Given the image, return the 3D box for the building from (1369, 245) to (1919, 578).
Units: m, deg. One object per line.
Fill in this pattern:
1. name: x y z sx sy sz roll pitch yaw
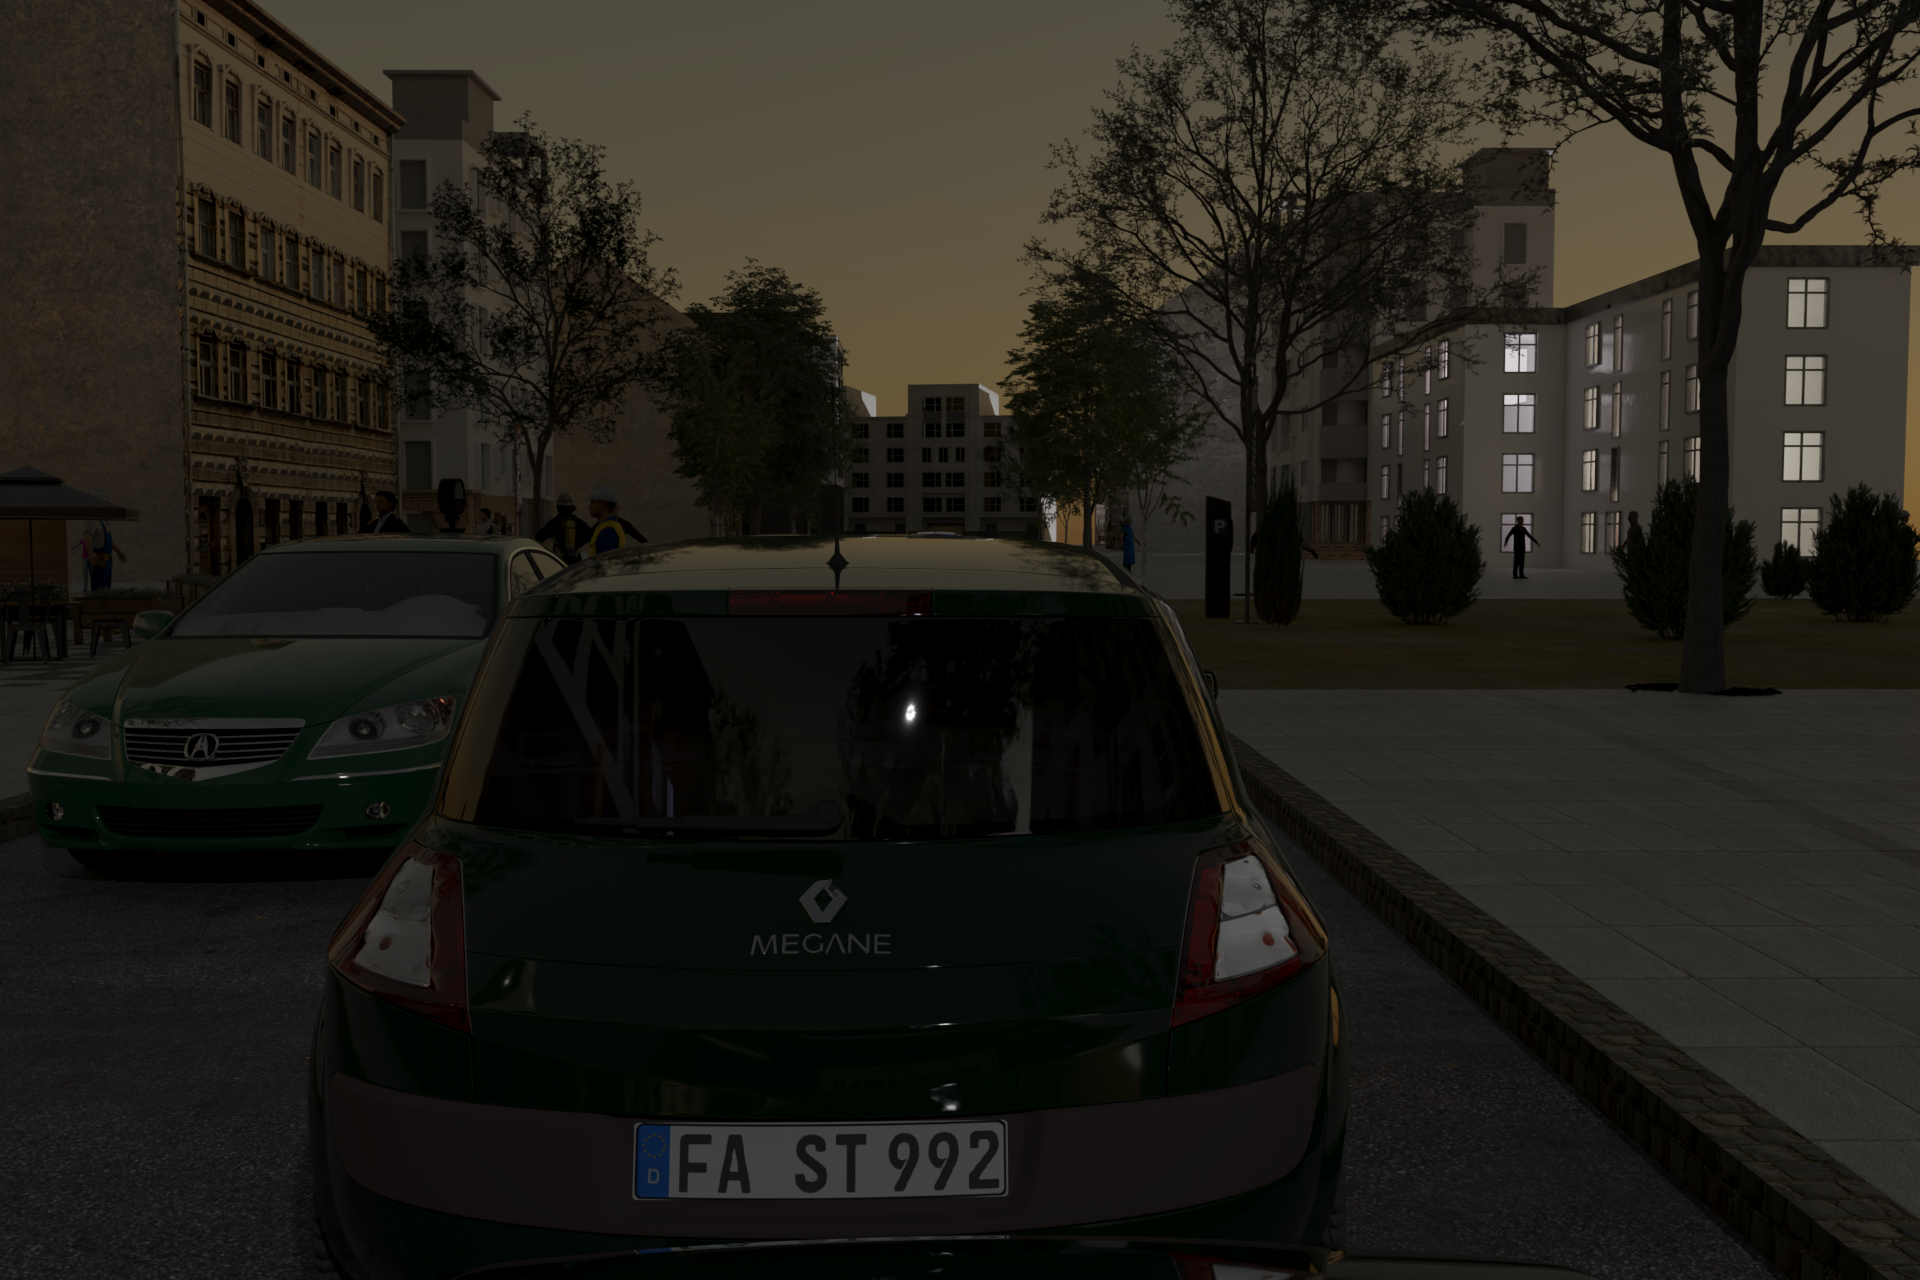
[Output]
1. building: 23.165 -7.482 64.473 9.099 9.664 28.070 0 4 -1

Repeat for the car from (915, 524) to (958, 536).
1. car: -0.631 -2.208 45.687 1.945 1.707 3.694 0 4 0

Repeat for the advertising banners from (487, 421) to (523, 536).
1. advertising banners: -6.879 -1.843 26.327 0.090 3.025 2.074 0 4 0

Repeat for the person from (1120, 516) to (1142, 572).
1. person: 4.946 -2.726 50.693 0.704 1.817 1.347 2 4 29

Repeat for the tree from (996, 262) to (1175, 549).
1. tree: 5.299 -9.431 72.327 7.486 12.596 7.792 0 3 0

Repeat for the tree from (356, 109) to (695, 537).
1. tree: -9.796 -6.401 39.070 8.767 10.594 7.601 1 4 10

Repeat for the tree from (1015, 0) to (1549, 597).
1. tree: 6.137 -7.634 35.194 12.009 13.543 11.850 0 3 0

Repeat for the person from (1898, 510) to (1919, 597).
1. person: 19.347 -1.770 35.400 0.721 1.772 1.216 -1 4 -14

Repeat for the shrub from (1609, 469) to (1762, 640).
1. shrub: 8.860 -1.047 21.159 1.661 2.075 1.752 0 3 0

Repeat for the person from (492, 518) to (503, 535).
1. person: -13.204 -2.611 49.488 1.217 1.733 0.721 1 4 15

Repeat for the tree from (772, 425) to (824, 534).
1. tree: -9.611 -9.195 100.699 4.360 8.622 3.978 0 3 0

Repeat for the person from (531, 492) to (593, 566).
1. person: -5.474 -1.117 24.034 1.354 1.856 0.705 -2 4 -28

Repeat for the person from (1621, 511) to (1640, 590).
1. person: 15.415 -2.056 39.746 0.705 1.813 1.348 1 4 10

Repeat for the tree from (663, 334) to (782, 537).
1. tree: -8.851 -6.997 64.758 4.737 8.622 4.395 0 3 0

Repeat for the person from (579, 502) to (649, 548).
1. person: -5.214 -1.221 26.096 1.346 1.812 0.704 -1 4 -17

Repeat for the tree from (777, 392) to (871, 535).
1. tree: -9.592 -11.720 117.376 9.928 11.665 9.643 0 3 0

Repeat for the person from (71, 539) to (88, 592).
1. person: -19.090 -1.751 37.900 0.991 1.433 0.599 0 4 -5

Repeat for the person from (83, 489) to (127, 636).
1. person: -10.850 -0.983 21.921 0.705 1.847 1.347 -1 4 -11

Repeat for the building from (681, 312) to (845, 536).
1. building: -26.537 -20.310 176.041 27.936 21.610 32.646 0 4 -1

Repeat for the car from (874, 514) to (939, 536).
1. car: -0.643 -0.496 17.889 2.009 1.686 4.222 0 4 -1

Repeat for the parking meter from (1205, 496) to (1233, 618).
1. parking meter: 3.950 -1.265 26.398 0.399 1.863 0.255 0 4 0

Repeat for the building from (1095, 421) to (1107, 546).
1. building: 24.515 -21.715 185.963 19.493 23.208 18.063 0 3 0

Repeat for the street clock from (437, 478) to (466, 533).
1. street clock: -6.597 -1.098 22.529 0.358 2.002 0.471 0 4 1

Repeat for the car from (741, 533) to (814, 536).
1. car: -2.341 -0.652 22.465 2.131 1.459 4.920 0 4 -1

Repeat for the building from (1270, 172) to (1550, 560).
1. building: 22.788 -14.718 97.061 16.016 20.090 11.380 0 3 0

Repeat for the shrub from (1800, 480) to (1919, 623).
1. shrub: 13.193 -1.302 25.323 1.661 2.075 1.752 0 3 0

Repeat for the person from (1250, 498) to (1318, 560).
1. person: 4.938 -1.288 26.823 0.705 1.858 1.354 -3 5 -41

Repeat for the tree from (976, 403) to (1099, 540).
1. tree: 5.511 -11.195 117.453 8.767 10.594 7.601 -1 4 -10

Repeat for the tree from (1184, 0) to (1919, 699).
1. tree: 6.053 -6.307 13.494 12.009 13.543 11.850 0 3 0

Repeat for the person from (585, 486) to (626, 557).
1. person: -2.995 -0.370 14.484 0.705 1.833 1.349 0 4 -5

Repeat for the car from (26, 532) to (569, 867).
1. car: -2.912 0.173 8.975 2.131 1.459 4.920 0 4 -1

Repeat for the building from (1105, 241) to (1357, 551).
1. building: 21.858 -18.879 139.593 19.493 23.208 18.063 0 4 0

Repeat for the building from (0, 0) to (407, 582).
1. building: -29.847 -13.665 54.357 19.493 23.208 18.063 0 4 -1

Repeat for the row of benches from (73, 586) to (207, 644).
1. row of benches: -8.405 -0.290 20.200 4.104 0.672 1.422 0 4 7

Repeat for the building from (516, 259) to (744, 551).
1. building: -28.456 -19.002 141.607 19.493 23.208 18.063 0 4 0

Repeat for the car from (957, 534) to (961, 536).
1. car: -0.555 -5.571 100.872 2.009 1.686 4.222 0 4 -2

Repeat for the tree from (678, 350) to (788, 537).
1. tree: -9.821 -7.321 70.057 4.360 8.622 3.978 0 3 0

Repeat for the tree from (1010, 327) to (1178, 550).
1. tree: 6.426 -9.653 83.589 9.928 11.665 9.643 0 3 0

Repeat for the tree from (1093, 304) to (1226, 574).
1. tree: 6.025 -6.414 55.237 4.737 8.622 4.395 0 3 0

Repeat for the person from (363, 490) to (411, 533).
1. person: -6.098 -0.703 18.212 1.216 1.740 0.721 2 4 27

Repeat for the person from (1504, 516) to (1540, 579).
1. person: 16.051 -2.654 49.611 1.346 1.802 0.704 -2 4 -27

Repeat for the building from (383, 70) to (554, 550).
1. building: -24.854 -13.189 72.068 16.016 20.090 11.380 0 4 -1

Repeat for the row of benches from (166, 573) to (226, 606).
1. row of benches: -11.355 -0.652 26.130 1.422 0.672 4.104 -2 4 -32

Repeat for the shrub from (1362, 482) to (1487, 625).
1. shrub: 6.623 -1.239 24.674 1.690 2.028 1.600 0 3 0

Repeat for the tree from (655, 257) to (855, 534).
1. tree: -9.635 -10.702 81.625 9.857 13.997 8.962 0 3 0

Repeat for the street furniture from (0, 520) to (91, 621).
1. street furniture: -18.109 -1.199 26.463 9.812 1.723 11.010 -2 4 -26

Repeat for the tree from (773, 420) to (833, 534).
1. tree: -9.496 -9.561 106.692 4.737 8.622 4.395 0 3 0

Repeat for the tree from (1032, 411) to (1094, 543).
1. tree: 6.104 -9.140 99.793 4.737 8.622 4.395 0 3 0

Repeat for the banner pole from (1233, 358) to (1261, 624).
1. banner pole: 4.130 -2.111 24.534 0.401 3.779 0.863 0 4 -1

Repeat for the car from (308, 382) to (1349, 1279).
1. car: -0.247 0.327 4.435 2.009 1.686 4.222 0 4 -1

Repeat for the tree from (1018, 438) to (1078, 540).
1. tree: 5.416 -9.639 107.959 4.737 8.622 4.395 0 3 0

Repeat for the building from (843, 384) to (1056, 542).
1. building: -4.784 -20.948 211.412 31.486 18.905 16.747 1 4 9

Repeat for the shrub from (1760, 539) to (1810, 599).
1. shrub: 16.289 -1.414 34.231 1.383 1.207 1.383 0 3 0

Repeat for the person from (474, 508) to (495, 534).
1. person: -9.590 -1.758 34.932 1.347 1.806 0.705 3 4 36

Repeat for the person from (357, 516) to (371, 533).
1. person: -16.970 -2.661 49.689 1.347 1.806 0.705 2 4 31
